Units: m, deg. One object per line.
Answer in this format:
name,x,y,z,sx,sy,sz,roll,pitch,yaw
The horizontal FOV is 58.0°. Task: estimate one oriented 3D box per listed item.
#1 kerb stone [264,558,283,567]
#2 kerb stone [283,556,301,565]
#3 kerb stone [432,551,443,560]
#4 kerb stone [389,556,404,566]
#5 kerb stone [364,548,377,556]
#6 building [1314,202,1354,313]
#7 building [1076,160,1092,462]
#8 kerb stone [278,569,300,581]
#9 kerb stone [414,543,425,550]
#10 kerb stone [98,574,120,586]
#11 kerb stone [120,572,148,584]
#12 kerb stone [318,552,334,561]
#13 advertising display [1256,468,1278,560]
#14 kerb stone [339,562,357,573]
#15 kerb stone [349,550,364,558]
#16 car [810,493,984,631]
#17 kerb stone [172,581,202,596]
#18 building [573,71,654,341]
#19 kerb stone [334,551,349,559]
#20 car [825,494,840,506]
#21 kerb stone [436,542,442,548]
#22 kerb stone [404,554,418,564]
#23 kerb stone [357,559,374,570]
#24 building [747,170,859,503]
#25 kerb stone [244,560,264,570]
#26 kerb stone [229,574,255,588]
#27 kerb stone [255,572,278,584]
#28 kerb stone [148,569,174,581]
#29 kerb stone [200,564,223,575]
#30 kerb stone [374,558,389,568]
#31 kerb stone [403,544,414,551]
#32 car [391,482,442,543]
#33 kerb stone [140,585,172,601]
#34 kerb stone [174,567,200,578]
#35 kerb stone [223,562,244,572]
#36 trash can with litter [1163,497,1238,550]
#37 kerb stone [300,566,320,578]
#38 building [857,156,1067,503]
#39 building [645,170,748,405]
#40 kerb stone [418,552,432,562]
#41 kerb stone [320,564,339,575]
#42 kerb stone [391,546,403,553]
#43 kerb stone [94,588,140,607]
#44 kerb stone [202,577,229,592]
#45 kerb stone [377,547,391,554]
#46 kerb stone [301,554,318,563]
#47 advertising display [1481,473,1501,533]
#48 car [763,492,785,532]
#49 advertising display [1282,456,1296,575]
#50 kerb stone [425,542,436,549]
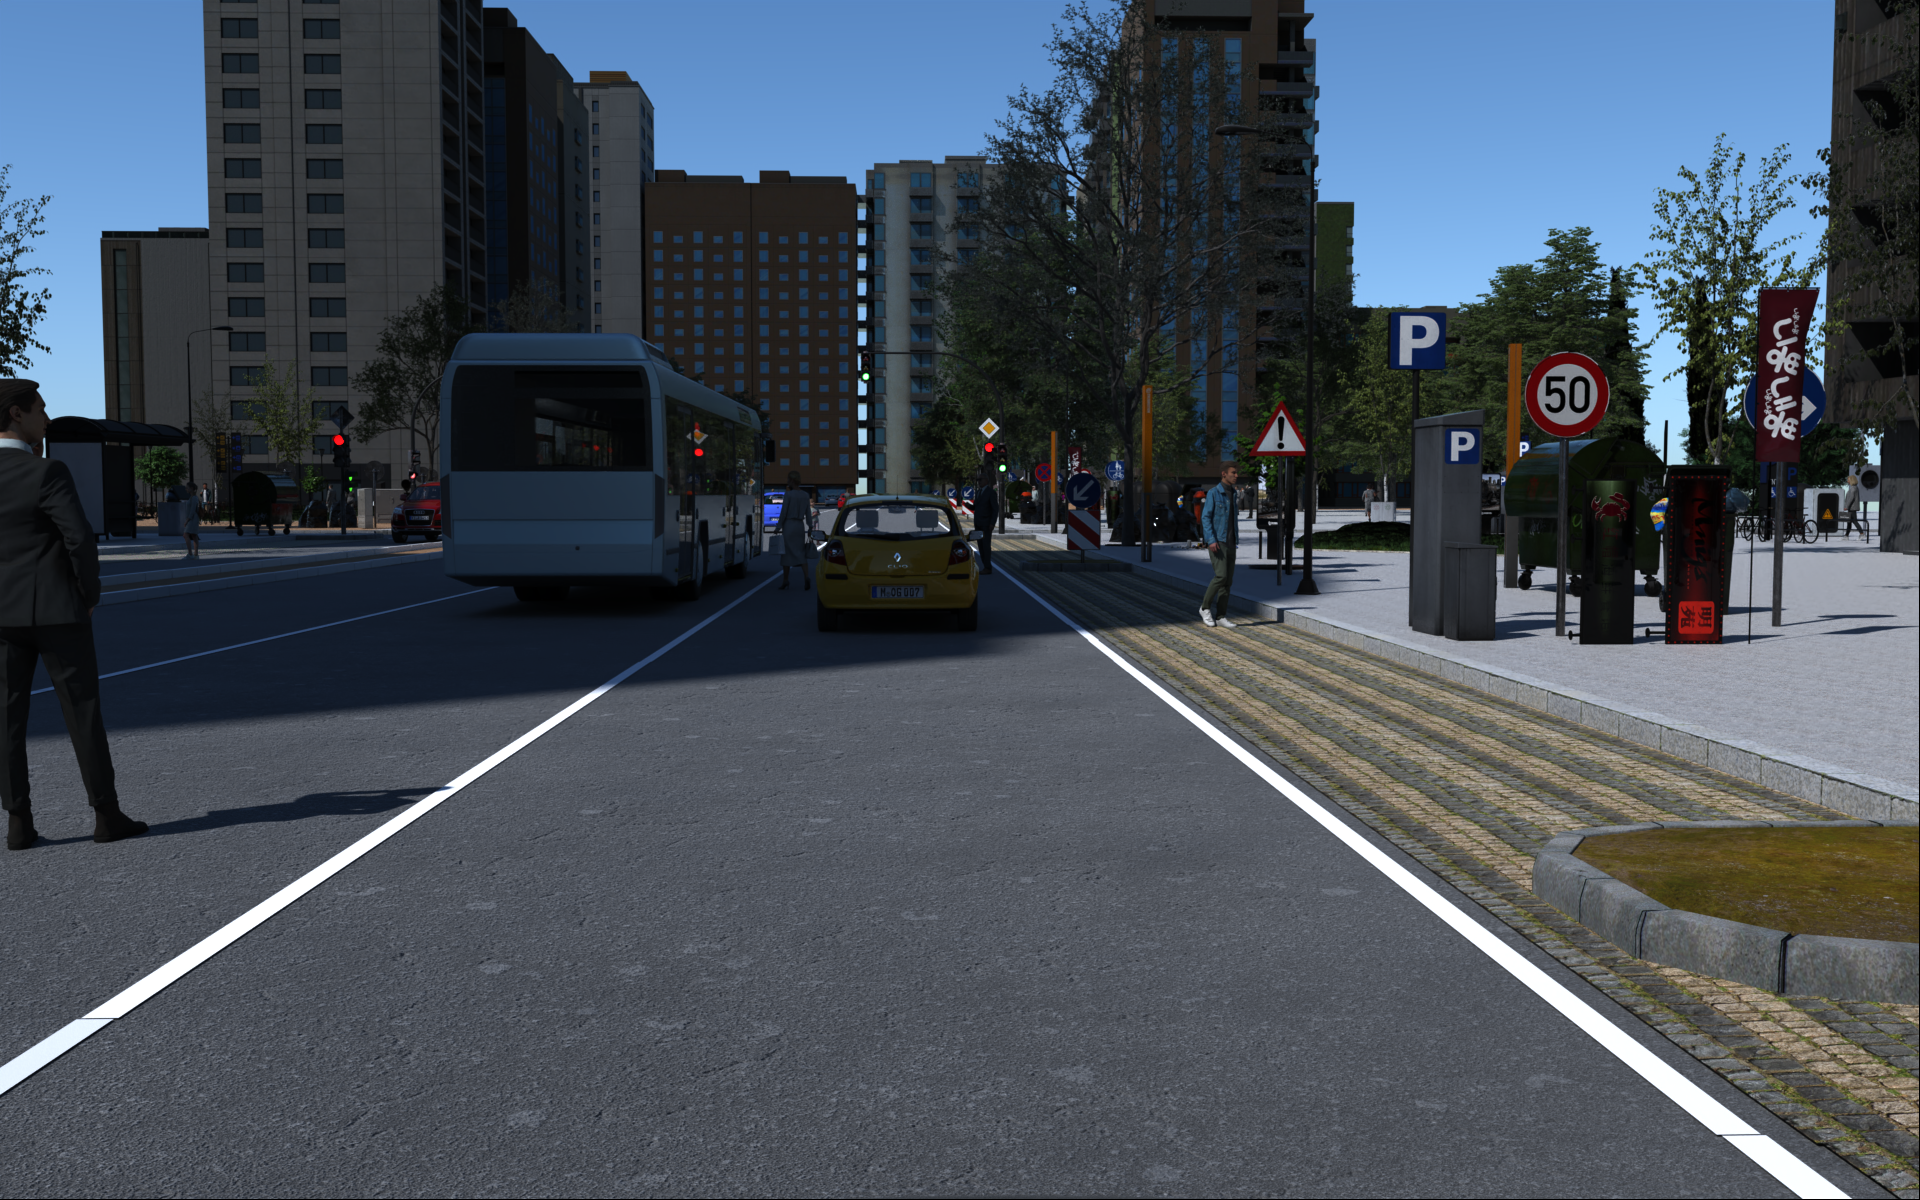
kerb stone,-13.550,-0.719,33.943,0.120,0.150,1.000,0,4,-2
kerb stone,-13.583,-0.781,34.967,0.120,0.150,1.000,0,4,-2
kerb stone,-11.582,-0.971,38.069,0.120,0.150,1.000,0,4,-2
kerb stone,-11.492,-0.781,34.994,0.120,0.150,1.000,0,4,-2
kerb stone,-13.762,-1.092,40.091,0.120,0.150,1.000,0,4,-2
building,46.666,-34.285,244.158,14.086,41.232,14.154,0,4,-2
building,27.458,-38.152,247.483,21.600,48.544,21.300,0,4,-2
kerb stone,-11.273,-0.404,28.851,0.120,0.150,1.000,0,4,-2
kerb stone,-13.902,-1.345,44.188,0.120,0.150,1.000,0,4,-2
kerb stone,-13.307,-0.276,26.752,0.120,0.150,1.000,0,4,-2
kerb stone,-13.350,-0.341,27.779,0.120,0.150,1.000,0,4,-2
kerb stone,-13.656,-0.907,37.024,0.120,0.150,1.000,0,4,-2
advertising display,6.171,-1.751,33.842,0.123,1.923,0.974,-2,4,-33
kerb stone,-11.379,-0.595,31.918,0.120,0.150,1.000,0,4,-2
kerb stone,-13.716,-1.031,39.070,0.120,0.150,1.000,0,4,-2
car,-0.707,-0.569,19.521,2.015,1.641,3.980,0,4,-2
kerb stone,-11.133,-0.153,24.750,0.120,0.150,1.000,0,4,-2
building,-57.507,-42.958,244.364,28.212,58.520,21.231,0,4,-2
kerb stone,-13.696,-0.969,38.046,0.120,0.150,1.000,0,4,-2
car,-14.868,-11.711,203.476,2.014,1.417,4.499,0,3,0
kerb stone,-13.971,-1.464,46.251,0.120,0.150,1.000,0,4,-2
kerb stone,-11.525,-0.840,36.025,0.120,0.150,1.000,0,4,-2
kerb stone,-11.414,-0.649,32.940,0.120,0.150,1.000,0,4,-2
building,-21.499,-36.242,242.666,14.200,45.320,14.600,0,4,-2
kerb stone,-13.514,-0.656,32.918,0.120,0.150,1.000,0,4,-2
kerb stone,-11.207,-0.282,26.806,0.120,0.150,1.000,0,4,-2
kerb stone,-11.237,-0.345,27.829,0.120,0.150,1.000,0,4,-2
kerb stone,-13.384,-0.404,28.808,0.120,0.150,1.000,0,4,-2
kerb stone,-13.445,-0.526,30.862,0.120,0.150,1.000,0,4,-2
kerb stone,-11.449,-0.720,33.961,0.120,0.150,1.000,0,4,-2
kerb stone,-13.867,-1.279,43.160,0.120,0.150,1.000,0,4,-2
car,-15.662,-2.689,52.646,2.281,1.827,5.304,0,4,-1
kerb stone,-11.101,-0.094,23.728,0.120,0.150,1.000,0,4,-2
kerb stone,-13.411,-0.464,29.840,0.120,0.150,1.000,0,4,-2
kerb stone,-13.476,-0.592,31.884,0.120,0.150,1.000,0,4,-2
trash can with litter,5.695,-1.799,40.470,1.678,1.210,2.233,0,4,-1
kerb stone,-11.308,-0.470,29.875,0.120,0.150,1.000,0,4,-2
building,0.662,-38.425,247.862,30.456,49.044,23.786,0,4,-2
building,-35.687,-36.206,242.075,14.200,45.320,14.600,0,4,-2
kerb stone,-11.553,-0.905,37.046,0.120,0.150,1.000,0,4,-2
kerb stone,-11.340,-0.530,30.897,0.120,0.150,1.000,0,4,-2
kerb stone,-13.823,-1.219,42.134,0.120,0.150,1.000,0,4,-2
kerb stone,-11.064,-0.031,22.703,0.120,0.150,1.000,0,4,-2
kerb stone,-11.171,-0.216,25.781,0.120,0.150,1.000,0,4,-2
kerb stone,-13.787,-1.149,41.113,0.120,0.150,1.000,0,4,-2
kerb stone,-13.619,-0.843,35.995,0.120,0.150,1.000,0,4,-2
advertising display,15.710,-2.849,51.799,0.974,1.923,0.123,-1,4,-14
car,-6.742,-3.376,64.788,1.945,1.707,3.694,0,4,-4
advertising display,5.282,-1.382,27.807,0.123,1.923,0.974,1,4,9
kerb stone,-13.932,-1.408,45.216,0.120,0.150,1.000,0,4,-2
